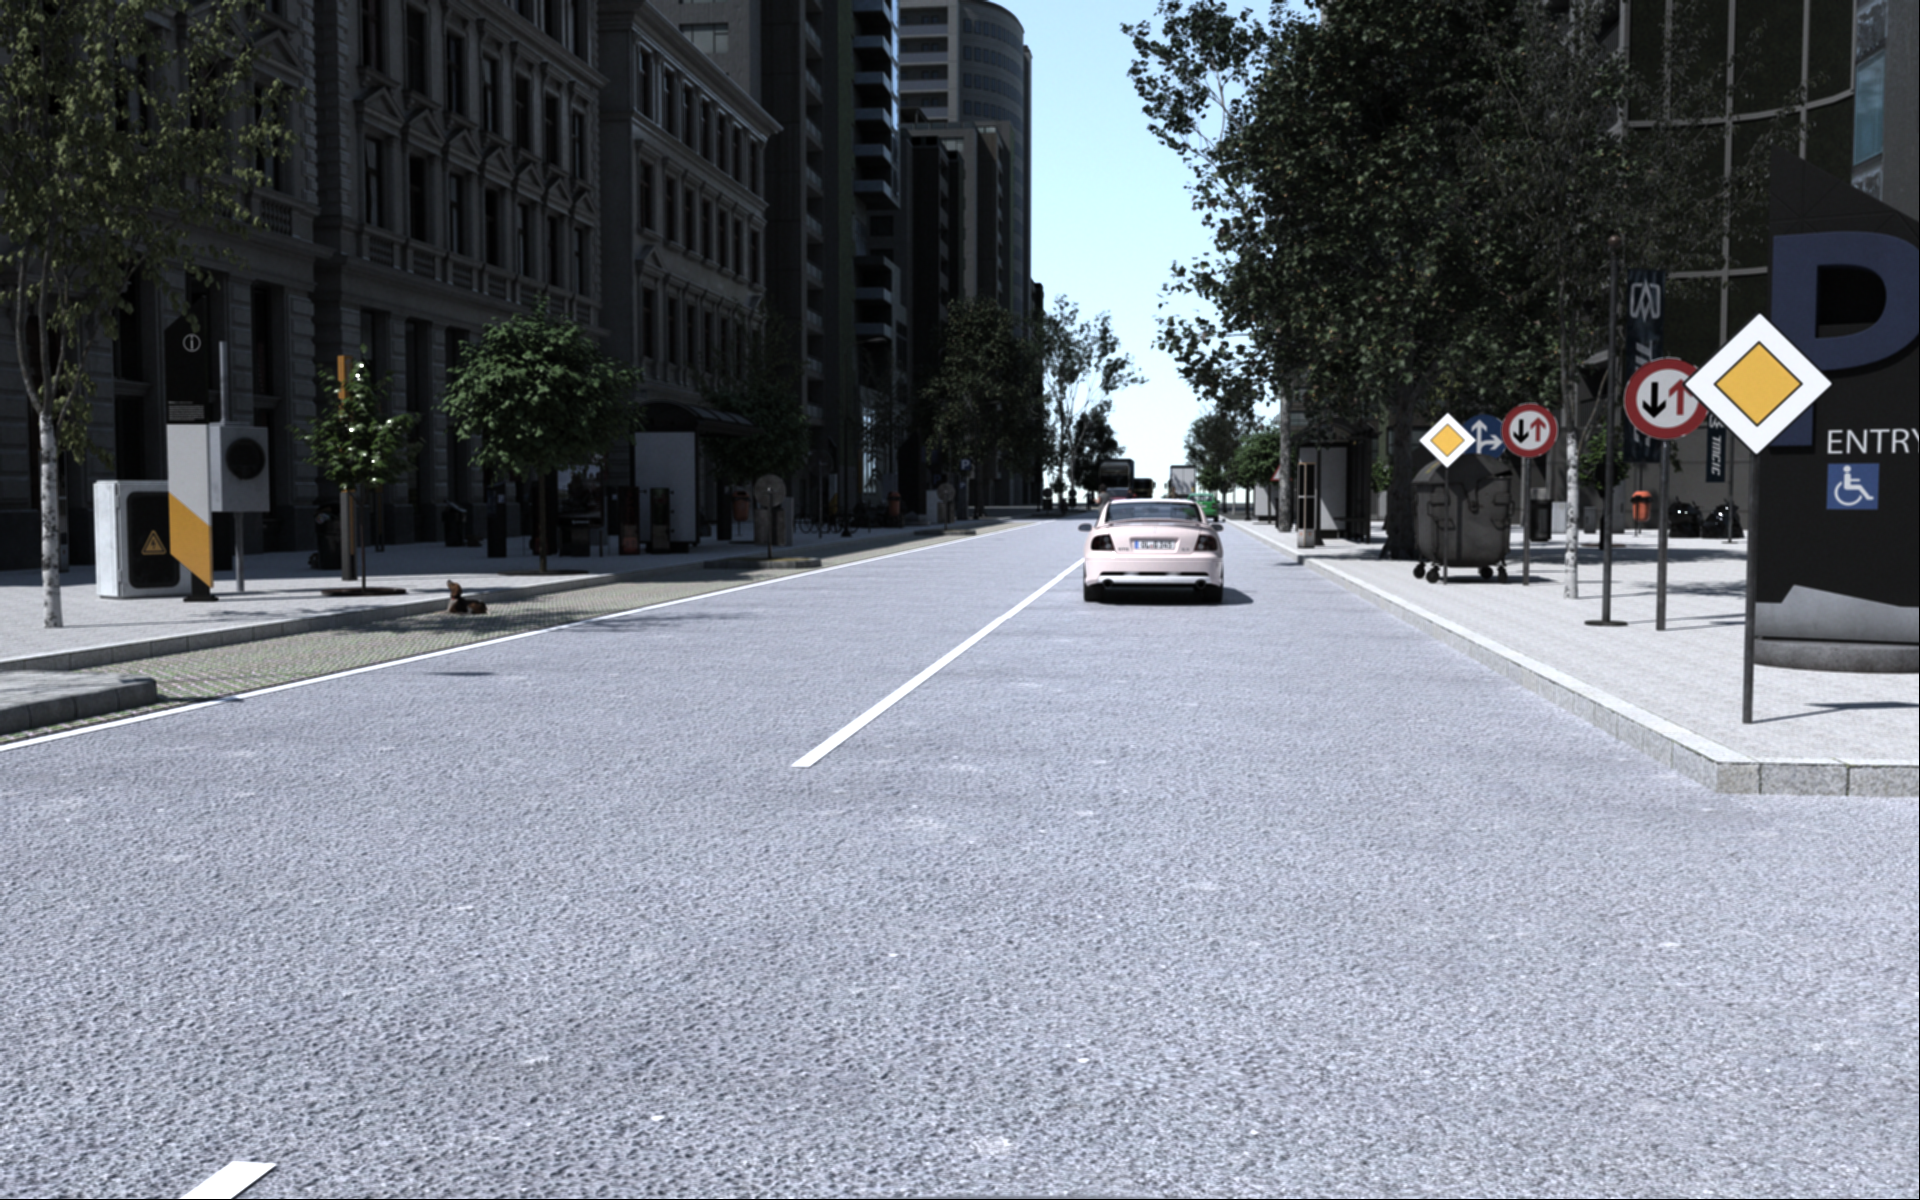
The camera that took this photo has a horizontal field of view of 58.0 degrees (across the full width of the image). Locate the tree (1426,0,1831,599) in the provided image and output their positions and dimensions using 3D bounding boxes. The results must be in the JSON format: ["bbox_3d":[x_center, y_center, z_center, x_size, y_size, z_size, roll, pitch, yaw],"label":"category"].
[{"bbox_3d":[7.644,-4.308,20.794,4.360,8.622,3.978,0,3,0],"label":"tree"}]

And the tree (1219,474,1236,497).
[{"bbox_3d":[22.365,-9.295,146.575,1.663,3.219,1.824,0,3,0],"label":"tree"}]

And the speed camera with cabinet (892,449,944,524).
[{"bbox_3d":[-1.734,-4.835,73.380,2.038,3.252,0.660,-1,4,-9],"label":"speed camera with cabinet"}]

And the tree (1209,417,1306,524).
[{"bbox_3d":[13.355,-5.530,74.128,4.285,4.588,4.351,0,3,0],"label":"tree"}]

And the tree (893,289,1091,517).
[{"bbox_3d":[0.983,-11.009,97.007,9.611,12.733,9.660,0,3,0],"label":"tree"}]

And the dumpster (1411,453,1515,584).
[{"bbox_3d":[7.392,-1.206,25.482,1.264,1.857,1.865,0,4,7],"label":"dumpster"}]

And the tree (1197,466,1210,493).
[{"bbox_3d":[18.415,-7.768,110.722,4.285,4.588,4.351,0,3,0],"label":"tree"}]

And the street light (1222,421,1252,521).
[{"bbox_3d":[13.389,-6.795,83.646,1.470,5.913,1.316,0,4,7],"label":"street light"}]

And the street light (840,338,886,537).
[{"bbox_3d":[-2.884,-4.849,51.827,1.470,5.913,1.316,0,4,7],"label":"street light"}]

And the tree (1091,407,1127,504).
[{"bbox_3d":[17.473,-19.031,228.160,9.611,12.733,9.660,0,3,0],"label":"tree"}]

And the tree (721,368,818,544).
[{"bbox_3d":[-5.372,-3.771,45.371,4.285,4.588,4.351,0,3,0],"label":"tree"}]

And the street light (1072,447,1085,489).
[{"bbox_3d":[11.581,-12.068,169.849,1.470,5.913,1.316,0,4,7],"label":"street light"}]

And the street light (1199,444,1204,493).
[{"bbox_3d":[22.864,-11.468,160.043,1.470,5.913,1.316,0,4,7],"label":"street light"}]

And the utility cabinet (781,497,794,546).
[{"bbox_3d":[-4.269,-1.938,42.852,0.306,1.237,1.020,0,4,-4],"label":"utility cabinet"}]

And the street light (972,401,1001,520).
[{"bbox_3d":[1.335,-6.999,86.972,1.470,5.913,1.316,0,4,7],"label":"street light"}]

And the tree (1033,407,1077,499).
[{"bbox_3d":[7.573,-11.767,142.760,4.737,8.622,4.395,0,3,0],"label":"tree"}]

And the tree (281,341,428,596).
[{"bbox_3d":[-7.556,-1.676,22.009,1.663,3.219,1.824,0,3,0],"label":"tree"}]

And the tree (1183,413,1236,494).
[{"bbox_3d":[31.378,-17.750,215.974,9.928,11.665,9.643,0,3,0],"label":"tree"}]

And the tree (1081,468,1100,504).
[{"bbox_3d":[18.932,-15.449,236.307,4.285,4.588,4.351,0,3,0],"label":"tree"}]

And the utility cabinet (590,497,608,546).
[{"bbox_3d":[-9.166,-1.983,43.588,0.306,1.237,1.020,-2,4,-29],"label":"utility cabinet"}]

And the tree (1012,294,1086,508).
[{"bbox_3d":[10.327,-18.697,161.590,12.611,20.169,13.585,0,3,0],"label":"tree"}]

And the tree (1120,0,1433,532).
[{"bbox_3d":[11.919,-12.275,56.579,12.611,20.169,13.585,0,3,0],"label":"tree"}]

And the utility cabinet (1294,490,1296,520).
[{"bbox_3d":[15.870,-4.570,83.396,1.173,1.500,0.318,-2,4,-27],"label":"utility cabinet"}]

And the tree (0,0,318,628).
[{"bbox_3d":[-8.521,-4.046,16.521,4.737,8.622,4.395,0,3,0],"label":"tree"}]

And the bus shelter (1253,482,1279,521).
[{"bbox_3d":[14.361,-5.225,79.345,2.014,3.302,5.546,0,4,7],"label":"bus shelter"}]

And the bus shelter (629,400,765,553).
[{"bbox_3d":[-6.106,-2.814,39.938,2.014,3.302,5.546,0,4,7],"label":"bus shelter"}]

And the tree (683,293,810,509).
[{"bbox_3d":[-7.572,-6.877,62.796,4.737,8.622,4.395,0,3,0],"label":"tree"}]

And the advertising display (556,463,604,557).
[{"bbox_3d":[-7.758,-1.844,35.371,0.974,1.923,0.123,0,4,5],"label":"advertising display"}]

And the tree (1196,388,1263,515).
[{"bbox_3d":[16.609,-9.538,106.308,4.360,8.622,3.978,0,3,0],"label":"tree"}]

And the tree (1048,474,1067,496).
[{"bbox_3d":[8.763,-9.766,154.281,1.663,3.219,1.824,0,3,0],"label":"tree"}]

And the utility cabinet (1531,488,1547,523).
[{"bbox_3d":[20.833,-3.289,62.451,0.318,1.500,1.173,0,4,3],"label":"utility cabinet"}]

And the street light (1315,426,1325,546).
[{"bbox_3d":[8.342,-4.300,42.849,1.470,5.913,1.316,0,4,7],"label":"street light"}]

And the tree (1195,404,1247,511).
[{"bbox_3d":[20.396,-11.168,132.964,4.737,8.622,4.395,0,3,0],"label":"tree"}]

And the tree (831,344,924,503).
[{"bbox_3d":[-3.986,-8.211,84.606,4.360,8.622,3.978,0,3,0],"label":"tree"}]

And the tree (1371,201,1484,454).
[{"bbox_3d":[11.800,-5.592,41.797,4.737,8.622,4.395,0,3,0],"label":"tree"}]

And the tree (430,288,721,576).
[{"bbox_3d":[-6.798,-2.695,27.784,4.285,4.588,4.351,0,3,0],"label":"tree"}]

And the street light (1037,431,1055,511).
[{"bbox_3d":[6.348,-9.515,128.112,1.470,5.913,1.316,0,4,7],"label":"street light"}]

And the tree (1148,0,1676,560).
[{"bbox_3d":[8.726,-7.145,33.830,9.611,12.733,9.660,0,3,0],"label":"tree"}]

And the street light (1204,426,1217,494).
[{"bbox_3d":[17.689,-8.955,118.953,1.470,5.913,1.316,0,4,7],"label":"street light"}]

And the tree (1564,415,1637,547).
[{"bbox_3d":[15.564,-2.911,42.201,1.663,3.219,1.824,0,3,0],"label":"tree"}]

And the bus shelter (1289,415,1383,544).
[{"bbox_3d":[10.102,-3.246,47.003,2.014,3.302,5.546,0,4,7],"label":"bus shelter"}]

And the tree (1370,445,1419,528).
[{"bbox_3d":[16.595,-4.379,66.195,1.663,3.219,1.824,0,3,0],"label":"tree"}]

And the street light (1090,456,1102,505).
[{"bbox_3d":[16.560,-14.564,210.656,1.470,5.913,1.316,0,4,7],"label":"street light"}]

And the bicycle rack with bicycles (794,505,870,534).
[{"bbox_3d":[-4.239,-2.686,57.303,2.852,0.926,2.925,-3,5,-43],"label":"bicycle rack with bicycles"}]

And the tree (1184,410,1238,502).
[{"bbox_3d":[28.191,-15.770,192.251,7.601,10.594,8.767,-1,4,-20],"label":"tree"}]
